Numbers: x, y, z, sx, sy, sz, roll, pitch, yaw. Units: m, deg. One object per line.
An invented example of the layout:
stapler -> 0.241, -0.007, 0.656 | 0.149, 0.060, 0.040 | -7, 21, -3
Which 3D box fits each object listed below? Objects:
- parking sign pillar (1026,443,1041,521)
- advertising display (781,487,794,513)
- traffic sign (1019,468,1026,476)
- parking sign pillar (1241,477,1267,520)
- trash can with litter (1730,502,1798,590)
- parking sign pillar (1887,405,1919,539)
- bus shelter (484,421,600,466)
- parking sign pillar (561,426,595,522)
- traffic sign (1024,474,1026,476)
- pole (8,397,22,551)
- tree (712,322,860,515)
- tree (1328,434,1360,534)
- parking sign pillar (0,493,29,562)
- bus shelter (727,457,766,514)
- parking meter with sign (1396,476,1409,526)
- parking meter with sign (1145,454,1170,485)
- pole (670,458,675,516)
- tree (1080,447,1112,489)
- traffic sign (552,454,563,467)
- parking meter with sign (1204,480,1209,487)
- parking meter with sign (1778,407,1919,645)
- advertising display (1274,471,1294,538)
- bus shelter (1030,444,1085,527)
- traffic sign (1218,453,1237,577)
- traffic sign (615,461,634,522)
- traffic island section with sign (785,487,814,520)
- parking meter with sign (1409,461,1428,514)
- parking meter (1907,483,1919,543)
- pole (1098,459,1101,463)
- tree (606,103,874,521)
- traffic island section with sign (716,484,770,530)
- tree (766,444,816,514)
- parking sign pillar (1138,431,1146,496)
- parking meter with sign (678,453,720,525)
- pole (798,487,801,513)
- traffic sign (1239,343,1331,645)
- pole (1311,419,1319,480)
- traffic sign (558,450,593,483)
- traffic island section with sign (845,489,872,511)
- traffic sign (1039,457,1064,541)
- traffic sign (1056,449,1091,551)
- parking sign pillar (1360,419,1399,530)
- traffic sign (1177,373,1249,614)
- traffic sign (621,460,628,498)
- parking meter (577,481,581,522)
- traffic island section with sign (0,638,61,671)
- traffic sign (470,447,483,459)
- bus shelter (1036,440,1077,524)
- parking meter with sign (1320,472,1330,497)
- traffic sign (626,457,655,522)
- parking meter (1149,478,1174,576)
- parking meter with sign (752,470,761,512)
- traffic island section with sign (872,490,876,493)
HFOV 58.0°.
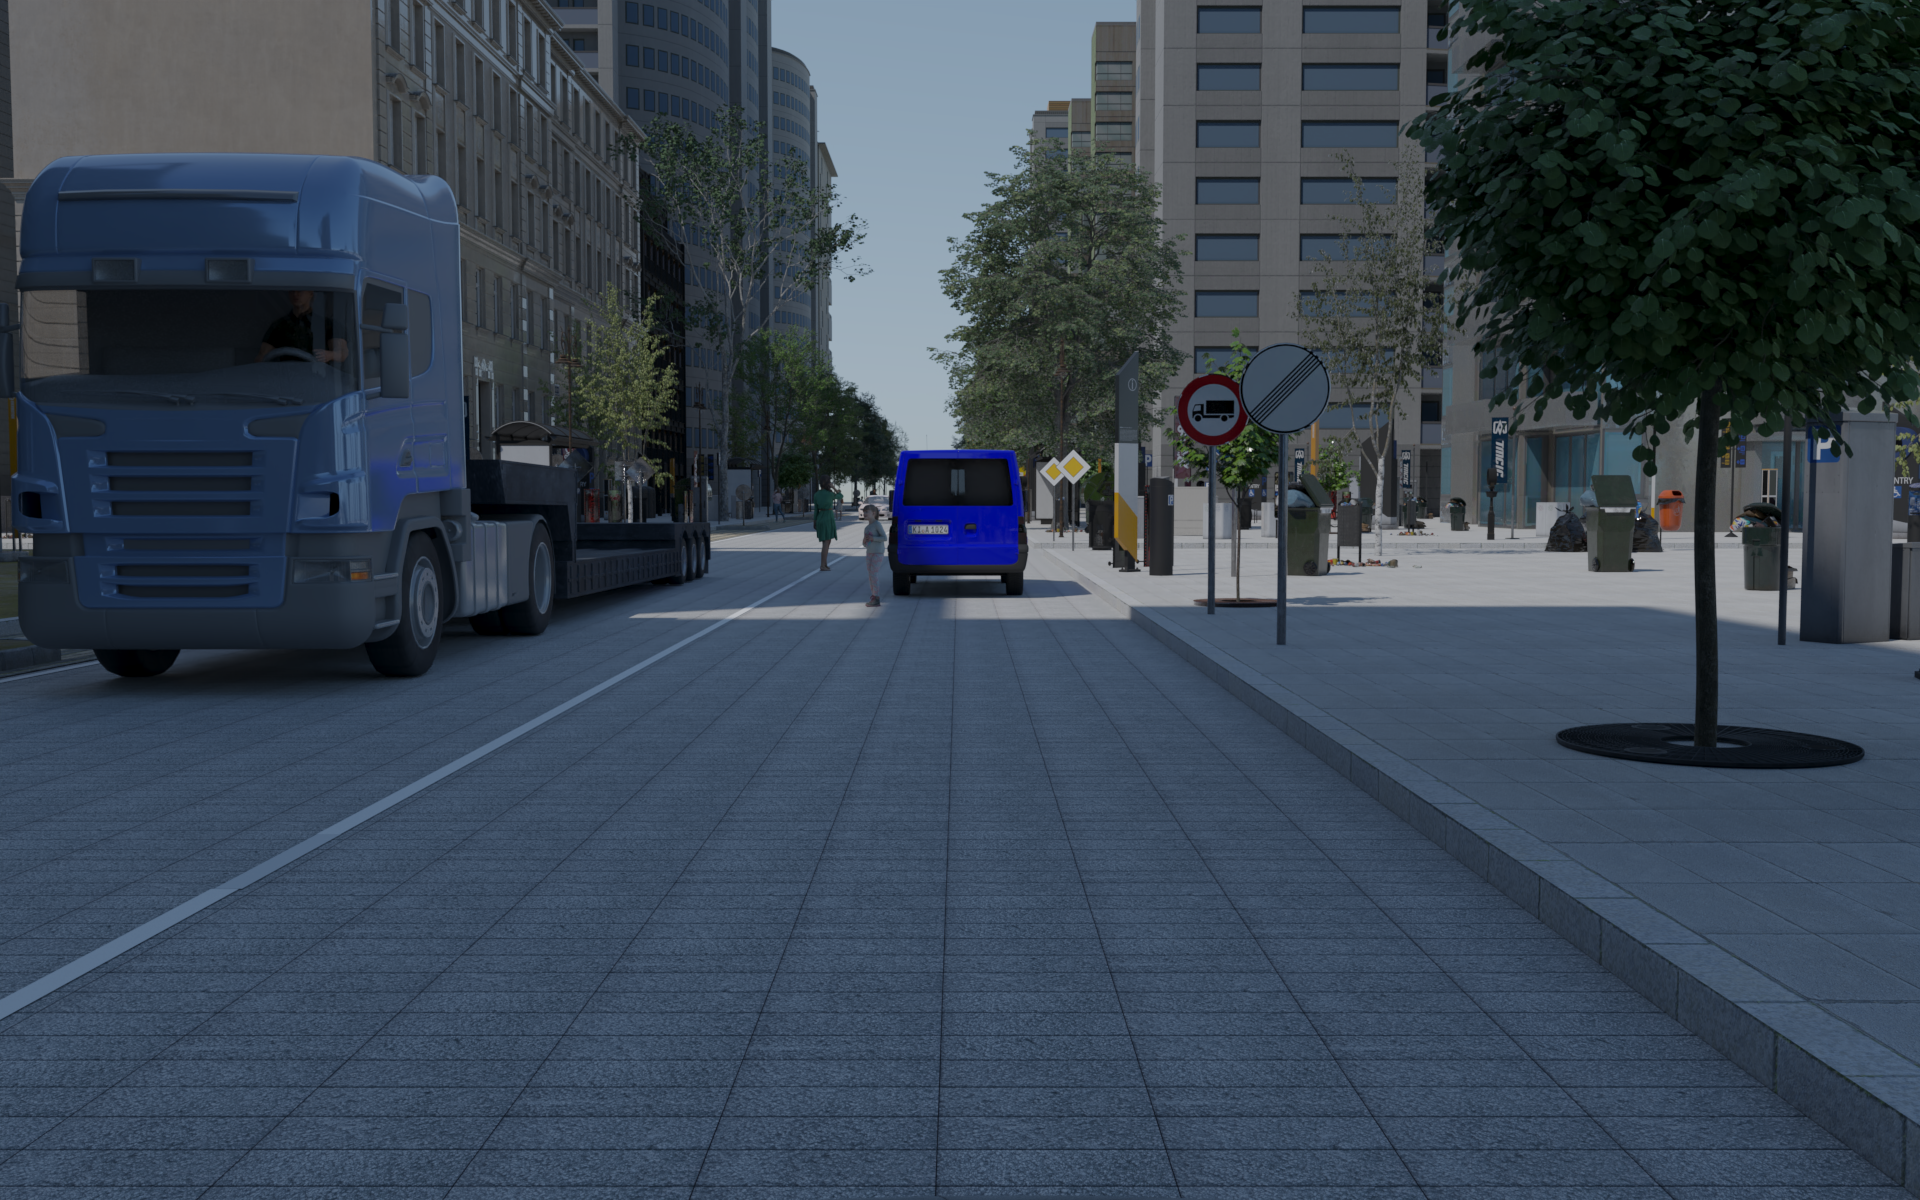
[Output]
parking sign pillar -> 3.483, -5.815, 83.550 | 1.447, 3.967, 1.447 | 0, 4, -7
advertising display -> -11.727, -6.879, 117.681 | 0.974, 1.923, 0.123 | -2, 4, -33
traffic sign -> 3.553, -7.719, 120.085 | 2.265, 3.308, 0.079 | 1, 4, 8
parking sign pillar -> 14.604, -5.963, 85.963 | 1.447, 3.967, 1.447 | -3, 5, -40
trash can with litter -> 10.837, -0.727, 23.271 | 0.624, 1.170, 1.055 | 3, 5, 45
parking sign pillar -> 27.048, -3.752, 49.819 | 1.447, 3.967, 1.447 | -2, 4, -30
bus shelter -> -12.073, -3.459, 50.478 | 2.014, 3.302, 5.546 | 0, 4, 0
parking sign pillar -> -15.065, -4.877, 68.212 | 1.447, 3.967, 1.447 | 1, 4, 19
traffic sign -> 4.168, -6.378, 104.386 | 0.768, 2.556, 0.104 | 0, 4, 4
pole -> -19.153, -2.524, 35.105 | 0.158, 3.312, 0.155 | 0, 3, 0
tree -> -11.262, -10.995, 105.530 | 9.928, 11.665, 9.643 | 0, 3, 0
tree -> 11.794, -3.735, 55.662 | 1.663, 3.219, 1.824 | 0, 3, 0
parking sign pillar -> -18.561, -2.717, 32.891 | 1.447, 3.967, 1.447 | -2, 4, -35
bus shelter -> -12.176, -6.330, 97.420 | 2.014, 3.302, 5.546 | 0, 4, 0
parking meter with sign -> 17.122, -4.418, 68.488 | 0.543, 3.016, 1.738 | 2, 4, 31
parking meter with sign -> 8.710, -4.828, 75.199 | 0.543, 3.016, 1.738 | -3, 4, -39
pole -> -16.828, -6.559, 101.078 | 0.158, 3.312, 0.155 | 0, 3, 0
tree -> 7.971, -7.418, 104.999 | 4.285, 4.588, 4.351 | 0, 3, 0
traffic sign -> -12.914, -3.389, 55.509 | 0.768, 2.556, 0.104 | 1, 4, 10
parking meter with sign -> 12.577, -5.581, 87.507 | 0.543, 3.016, 1.738 | 1, 4, 18
parking meter with sign -> 7.731, -1.146, 14.994 | 1.738, 3.016, 0.543 | -2, 4, -26
advertising display -> 9.292, -2.721, 49.705 | 0.123, 1.923, 0.974 | -1, 4, -17
bus shelter -> 3.925, -4.663, 70.162 | 2.014, 3.302, 5.546 | 0, 3, 0
traffic sign -> 4.242, -1.631, 26.770 | 0.768, 2.556, 0.104 | 1, 4, 9
traffic sign -> -10.312, -3.129, 53.284 | 0.606, 2.300, 0.079 | 0, 4, 2
traffic island section with sign -> -8.687, -5.376, 96.527 | 1.989, 1.847, 2.006 | 0, 3, 0
parking meter with sign -> 23.928, -5.856, 92.004 | 1.738, 3.016, 0.543 | 1, 4, 15
parking meter -> 20.956, -1.804, 37.910 | 0.372, 1.533, 0.369 | 0, 3, 0
pole -> 7.919, -6.382, 98.184 | 0.158, 3.312, 0.155 | 0, 3, 0
tree -> -10.201, -13.845, 82.256 | 12.611, 20.169, 13.585 | 0, 3, 0
traffic island section with sign -> -8.679, -3.727, 69.572 | 1.989, 1.847, 2.006 | 0, 3, 0
tree -> -11.058, -7.926, 113.306 | 4.285, 4.588, 4.351 | 0, 3, 0
parking sign pillar -> 7.023, -5.051, 71.064 | 1.447, 3.967, 1.447 | -3, 4, -38
parking meter with sign -> -10.966, -4.682, 72.810 | 1.738, 3.016, 0.543 | 0, 4, -1
pole -> -11.158, -7.740, 120.384 | 0.158, 3.312, 0.155 | 0, 3, 0
traffic sign -> 2.739, -0.892, 14.688 | 0.768, 2.556, 0.104 | 0, 4, 2
pole -> 9.595, -3.244, 46.875 | 0.158, 3.312, 0.155 | 0, 3, 0
traffic sign -> -8.650, -2.160, 38.954 | 0.795, 2.450, 0.064 | 0, 3, 0
traffic island section with sign -> -8.685, -8.438, 146.586 | 1.989, 1.847, 2.006 | 0, 3, 0
traffic sign -> 2.544, -2.647, 46.920 | 0.795, 2.450, 0.064 | 0, 3, 0
traffic sign -> 2.544, -2.159, 38.935 | 0.795, 2.450, 0.064 | 0, 3, 0
parking sign pillar -> 15.122, -4.530, 62.538 | 1.447, 3.967, 1.447 | -3, 5, -44
traffic sign -> 2.682, -1.120, 18.411 | 0.768, 2.556, 0.104 | 0, 4, 3
traffic sign -> -12.428, -3.918, 64.162 | 0.768, 2.556, 0.104 | 0, 4, 7
parking meter -> -14.717, -3.710, 66.366 | 0.255, 1.863, 0.399 | 1, 4, 18
traffic island section with sign -> -8.685, -0.348, 14.315 | 1.989, 1.847, 2.006 | 0, 3, 0
traffic sign -> -13.127, -2.825, 46.294 | 0.768, 2.556, 0.104 | 0, 4, 3
bus shelter -> 4.293, -5.249, 77.102 | 1.731, 3.624, 6.357 | 0, 3, 0
parking meter with sign -> 14.709, -4.615, 71.712 | 0.543, 3.016, 1.738 | -2, 4, -30
traffic sign -> -8.651, -2.648, 46.939 | 0.795, 2.450, 0.064 | 0, 3, 0
parking meter -> 3.171, -1.153, 27.270 | 0.372, 1.533, 0.369 | 0, 3, 0
parking meter with sign -> -14.801, -7.635, 121.098 | 1.738, 3.016, 0.543 | 1, 4, 12
traffic island section with sign -> -8.687, -10.116, 174.017 | 1.989, 1.847, 2.006 | 0, 3, 0
